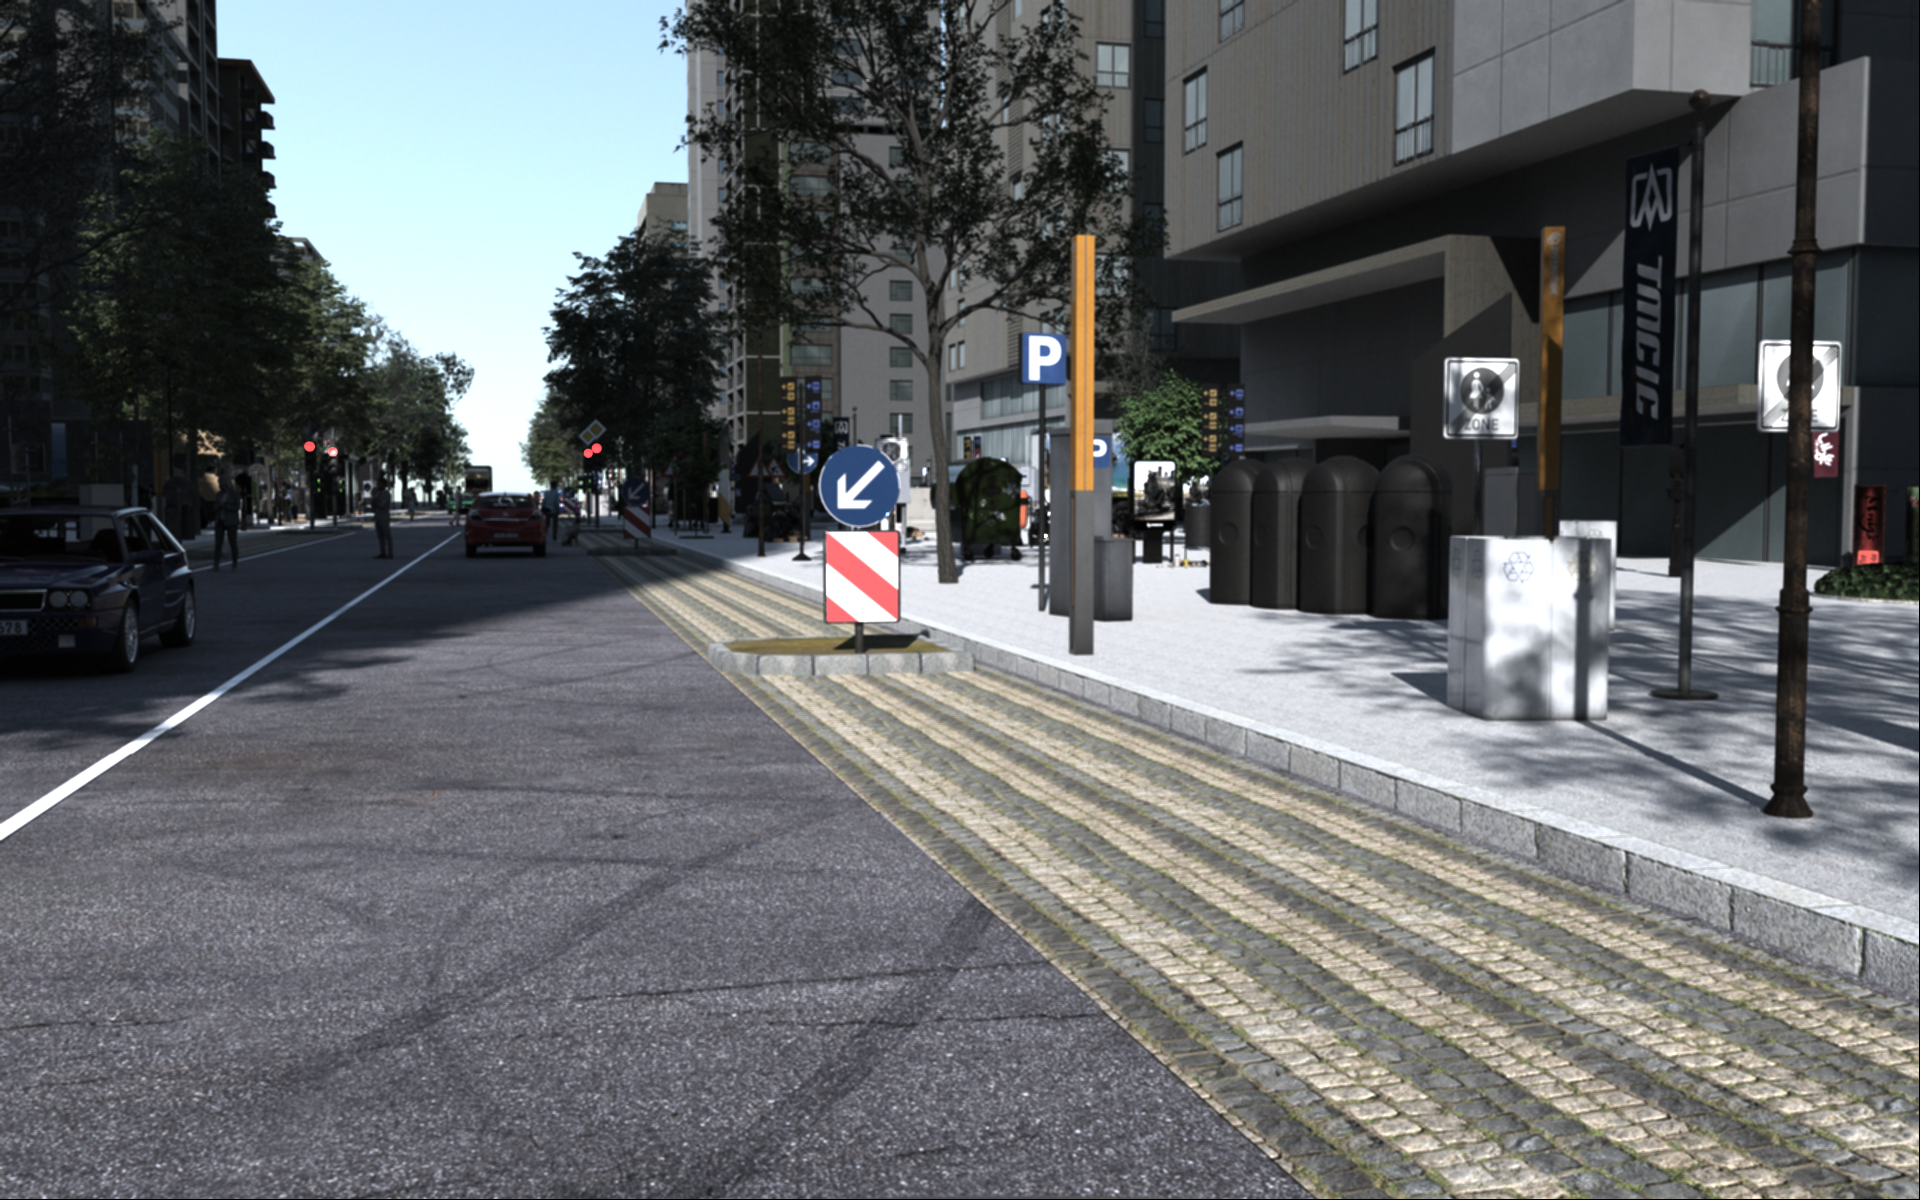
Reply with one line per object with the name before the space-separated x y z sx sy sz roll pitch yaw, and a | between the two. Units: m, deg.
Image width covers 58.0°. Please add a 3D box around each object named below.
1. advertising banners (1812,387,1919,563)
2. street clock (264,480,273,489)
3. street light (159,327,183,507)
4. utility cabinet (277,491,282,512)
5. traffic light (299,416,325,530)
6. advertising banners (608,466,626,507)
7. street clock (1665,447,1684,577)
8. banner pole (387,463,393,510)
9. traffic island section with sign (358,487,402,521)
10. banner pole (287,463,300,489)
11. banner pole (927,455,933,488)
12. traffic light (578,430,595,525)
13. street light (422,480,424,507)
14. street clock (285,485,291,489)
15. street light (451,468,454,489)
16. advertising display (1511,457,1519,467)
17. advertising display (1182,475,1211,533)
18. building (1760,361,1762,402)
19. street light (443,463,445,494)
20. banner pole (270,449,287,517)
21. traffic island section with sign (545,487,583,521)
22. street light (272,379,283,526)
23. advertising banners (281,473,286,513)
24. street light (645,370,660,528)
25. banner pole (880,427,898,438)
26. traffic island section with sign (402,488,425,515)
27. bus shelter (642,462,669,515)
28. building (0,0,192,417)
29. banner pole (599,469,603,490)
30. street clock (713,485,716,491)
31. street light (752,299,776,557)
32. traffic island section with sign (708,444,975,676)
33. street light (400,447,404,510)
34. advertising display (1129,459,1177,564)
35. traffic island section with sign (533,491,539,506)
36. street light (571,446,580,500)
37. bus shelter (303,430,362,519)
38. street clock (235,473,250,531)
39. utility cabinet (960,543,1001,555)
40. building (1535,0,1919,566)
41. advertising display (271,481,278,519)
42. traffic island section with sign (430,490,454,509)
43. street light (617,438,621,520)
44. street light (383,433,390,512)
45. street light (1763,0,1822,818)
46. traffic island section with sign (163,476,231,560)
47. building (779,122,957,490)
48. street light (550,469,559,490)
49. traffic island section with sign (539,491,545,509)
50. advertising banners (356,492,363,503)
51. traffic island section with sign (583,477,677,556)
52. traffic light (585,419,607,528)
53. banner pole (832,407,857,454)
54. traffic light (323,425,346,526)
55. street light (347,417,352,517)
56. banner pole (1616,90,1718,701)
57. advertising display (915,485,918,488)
advertising banners | 14.693 -1.938 27.874 2.074 3.025 0.090 3 5 45
street clock | -36.289 -5.290 91.066 0.471 2.002 0.358 1 4 16
street light | -21.923 -4.605 48.083 0.468 5.910 1.993 -1 4 -14
utility cabinet | -53.334 -7.781 135.892 1.173 1.500 0.318 -2 4 -34
traffic light | -23.286 -4.482 62.207 0.839 4.253 0.868 -1 4 -14
advertising banners | -21.096 -6.862 108.377 2.074 3.025 0.090 0 4 4
street clock | 11.063 -1.354 26.716 0.358 2.002 0.471 2 4 27
banner pole | -45.944 -9.157 139.730 0.401 3.779 0.863 1 4 19
traffic island section with sign | -30.961 -5.110 92.178 1.989 1.847 2.006 -1 4 -14
banner pole | -43.671 -7.567 113.739 0.863 3.779 0.401 1 4 21
banner pole | -1.947 -7.428 111.469 0.401 3.779 0.863 2 4 30
traffic light | -15.561 -5.107 72.425 0.839 4.253 0.868 -1 4 -14
street light | -53.738 -12.261 173.246 0.468 5.910 1.993 -1 4 -14
street clock | -51.907 -7.908 133.870 0.358 2.002 0.471 0 4 4
street light | -74.189 -17.151 253.212 0.468 5.910 1.993 -1 4 -14
advertising display | 9.636 -1.552 30.588 0.123 1.923 0.974 0 4 -1
advertising display | 7.737 -3.152 56.742 0.974 1.923 0.123 2 4 32
building | 43.952 -25.962 108.066 14.086 41.232 14.154 -1 4 -14
street light | -66.801 -15.392 224.439 0.468 5.910 1.993 -1 4 -14
banner pole | -37.482 -6.410 94.827 0.401 3.779 0.863 1 4 16
traffic island section with sign | -21.190 -5.184 93.385 1.989 1.847 2.006 -1 4 -14
street light | -27.413 -5.924 69.652 0.468 5.910 1.993 -1 4 -14
advertising banners | -44.226 -7.155 113.172 0.090 3.025 2.074 -1 4 -14
street light | -11.433 -5.609 64.488 0.468 5.910 1.993 -1 4 -14
banner pole | -2.569 -4.551 64.420 0.863 3.779 0.401 0 4 7
traffic island section with sign | -37.636 -6.713 118.388 1.989 1.847 2.006 -1 4 -14
bus shelter | -18.981 -8.098 110.041 2.179 5.291 8.768 -1 4 -14
building | -69.315 -26.334 122.443 32.217 40.220 23.993 -1 4 -14
banner pole | -25.361 -8.060 121.802 0.863 3.779 0.401 3 4 37
street clock | -20.394 -8.572 144.725 0.471 2.002 0.358 -2 4 -29
street light | -4.084 -3.833 35.458 0.468 5.910 1.993 -1 4 -14
traffic island section with sign | -1.087 -0.364 14.572 1.989 1.847 2.006 -1 4 -14
street light | -46.306 -10.463 143.850 0.468 5.910 1.993 -1 4 -14
advertising display | 3.568 -1.639 32.005 0.974 1.923 0.123 -2 4 -28
traffic island section with sign | -40.516 -9.824 169.254 1.989 1.847 2.006 -1 4 -14
street light | -32.134 -10.557 145.397 0.468 5.910 1.993 -1 4 -14
bus shelter | -33.514 -7.009 92.222 2.179 5.291 8.768 -1 4 -14
street clock | -24.944 -3.406 60.261 0.471 2.002 0.358 -1 4 -23
utility cabinet | 0.448 -1.552 36.544 0.306 1.237 1.020 3 5 42
building | 22.573 -27.820 44.104 28.713 52.752 27.495 -1 4 -14
advertising display | -38.023 -5.561 96.136 0.123 1.923 0.974 -2 4 -33
traffic island section with sign | -49.897 -9.653 166.457 1.989 1.847 2.006 -1 4 -14
street light | -17.188 -6.996 87.165 0.468 5.910 1.993 -1 4 -14
street light | -42.012 -9.444 127.197 0.468 5.910 1.993 -1 4 -14
street light | 3.317 -2.078 6.758 0.468 5.910 1.993 -1 4 -14
traffic island section with sign | -17.139 -1.795 37.973 1.989 1.847 2.006 -1 4 -14
building | -7.569 -22.449 138.743 14.160 30.474 14.107 -1 4 -14
street light | -56.697 -16.485 242.311 0.468 5.910 1.993 -1 4 -14
traffic island section with sign | -28.081 -6.839 120.445 1.989 1.847 2.006 -1 4 -14
advertising banners | -40.370 -7.197 113.863 2.074 3.025 0.090 -1 4 -11
traffic island section with sign | -7.773 -1.967 40.782 1.989 1.847 2.006 -1 4 -14
traffic light | -13.588 -4.634 64.687 0.839 4.253 0.868 -1 4 -14
banner pole | -3.240 -3.647 49.653 0.863 3.779 0.401 0 4 2
traffic light | -25.259 -4.956 69.946 0.839 4.253 0.868 -1 4 -14
street light | -34.675 -7.682 98.387 0.468 5.910 1.993 -1 4 -14
banner pole | 4.498 -1.287 11.053 0.401 3.779 0.863 -1 4 -21
advertising display | -3.030 -7.045 120.403 0.123 1.923 0.974 0 4 6
